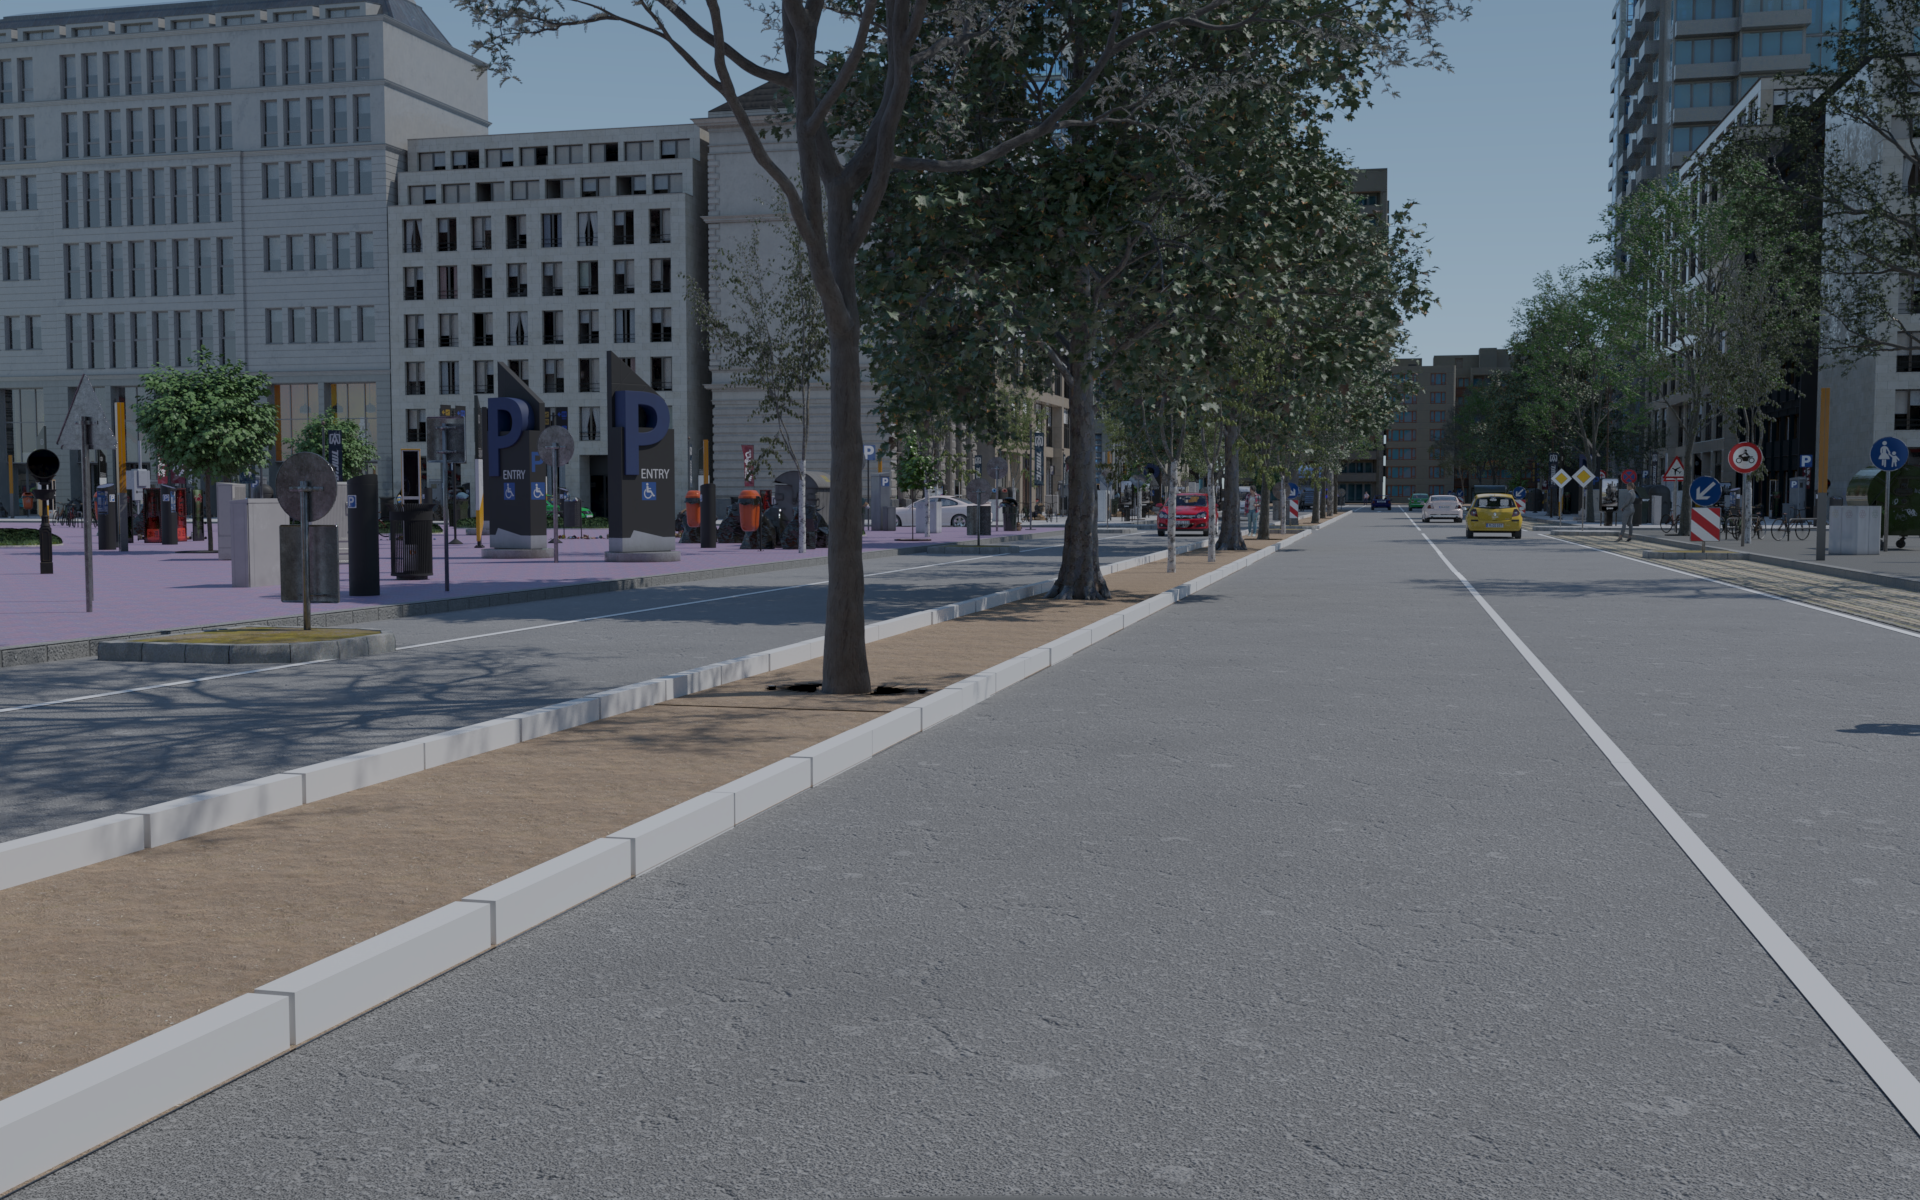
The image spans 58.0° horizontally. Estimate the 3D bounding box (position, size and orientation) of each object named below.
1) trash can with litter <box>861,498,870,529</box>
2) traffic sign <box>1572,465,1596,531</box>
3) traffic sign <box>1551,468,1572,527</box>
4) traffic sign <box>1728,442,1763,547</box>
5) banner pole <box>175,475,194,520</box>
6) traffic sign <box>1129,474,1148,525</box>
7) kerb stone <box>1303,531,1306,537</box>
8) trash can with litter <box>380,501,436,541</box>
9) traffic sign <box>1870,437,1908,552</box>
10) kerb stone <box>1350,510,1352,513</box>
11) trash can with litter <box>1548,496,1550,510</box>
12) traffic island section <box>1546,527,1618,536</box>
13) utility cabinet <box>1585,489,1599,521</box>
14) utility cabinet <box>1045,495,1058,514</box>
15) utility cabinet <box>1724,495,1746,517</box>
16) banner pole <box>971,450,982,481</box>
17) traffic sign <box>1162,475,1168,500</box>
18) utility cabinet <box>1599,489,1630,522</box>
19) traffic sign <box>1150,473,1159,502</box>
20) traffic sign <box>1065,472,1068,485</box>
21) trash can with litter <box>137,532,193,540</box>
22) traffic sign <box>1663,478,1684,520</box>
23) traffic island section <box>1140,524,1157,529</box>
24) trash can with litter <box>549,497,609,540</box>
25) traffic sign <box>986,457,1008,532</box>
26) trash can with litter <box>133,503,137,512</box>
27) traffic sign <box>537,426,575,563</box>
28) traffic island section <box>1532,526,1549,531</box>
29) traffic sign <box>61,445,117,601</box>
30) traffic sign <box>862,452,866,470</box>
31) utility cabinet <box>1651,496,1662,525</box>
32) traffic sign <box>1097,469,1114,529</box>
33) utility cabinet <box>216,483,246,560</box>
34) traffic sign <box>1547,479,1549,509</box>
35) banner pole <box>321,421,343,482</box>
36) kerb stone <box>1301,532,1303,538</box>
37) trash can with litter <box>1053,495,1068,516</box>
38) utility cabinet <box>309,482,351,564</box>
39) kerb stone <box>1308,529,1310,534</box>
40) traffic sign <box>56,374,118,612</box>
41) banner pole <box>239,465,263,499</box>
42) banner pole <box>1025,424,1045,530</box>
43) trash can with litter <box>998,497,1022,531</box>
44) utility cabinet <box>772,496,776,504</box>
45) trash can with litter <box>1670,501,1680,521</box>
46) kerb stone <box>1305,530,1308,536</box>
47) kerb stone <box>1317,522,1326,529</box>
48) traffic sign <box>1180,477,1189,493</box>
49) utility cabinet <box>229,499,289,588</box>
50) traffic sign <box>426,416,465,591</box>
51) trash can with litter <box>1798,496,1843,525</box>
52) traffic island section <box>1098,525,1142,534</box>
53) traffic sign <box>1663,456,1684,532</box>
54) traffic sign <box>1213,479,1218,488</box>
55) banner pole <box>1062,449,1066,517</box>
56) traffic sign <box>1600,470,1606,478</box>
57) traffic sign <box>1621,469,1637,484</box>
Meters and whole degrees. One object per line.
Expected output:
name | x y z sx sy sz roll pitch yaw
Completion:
trash can with litter | -3.466 -2.869 58.300 0.624 1.170 1.055 1 4 13
traffic sign | 21.620 -3.453 60.099 0.795 2.450 0.064 1 4 14
traffic sign | 23.539 -3.927 67.851 0.795 2.450 0.064 1 4 14
traffic sign | 19.145 -2.580 42.287 0.768 2.556 0.104 1 4 20
banner pole | -38.167 -5.845 85.585 0.863 3.779 0.401 1 4 15
traffic sign | 7.386 -4.172 71.856 0.795 2.450 0.064 1 4 14
kerb stone | 11.159 -2.110 56.738 0.120 0.150 1.000 1 4 14
trash can with litter | -15.265 -2.247 47.794 1.678 1.210 2.233 -2 4 -35
traffic sign | 20.621 -2.349 38.512 0.768 2.556 0.104 1 4 20
kerb stone | 27.312 -6.100 121.924 0.120 0.150 1.000 1 4 14
trash can with litter | 40.932 -6.622 119.650 0.624 1.170 1.055 1 4 17
traffic island section | 21.645 -2.317 60.171 2.009 0.180 2.903 1 4 14
utility cabinet | 30.297 -4.504 82.317 0.318 1.500 1.173 -2 4 -31
utility cabinet | 5.998 -6.210 112.701 1.020 1.237 0.306 3 5 41
utility cabinet | 38.031 -4.511 84.922 1.020 1.237 0.306 1 4 22
banner pole | 0.881 -6.587 97.716 0.863 3.779 0.401 -2 4 -26
traffic sign | 13.776 -7.069 115.685 0.768 2.556 0.104 1 4 19
utility cabinet | 29.984 -4.314 79.218 1.173 1.500 0.318 1 4 9
traffic sign | 11.976 -6.620 108.244 0.884 2.594 0.081 1 4 17
traffic sign | 5.103 -4.715 79.223 0.606 2.300 0.079 1 4 20
trash can with litter | -22.415 -2.300 48.665 2.233 1.210 1.678 1 4 9
traffic sign | 29.635 -4.395 71.864 0.884 2.594 0.081 2 4 24
traffic island section | 7.361 -3.036 71.924 2.009 0.180 2.903 1 4 14
trash can with litter | -10.684 -2.343 49.358 2.233 1.210 1.678 0 4 2
traffic sign | 1.266 -3.620 59.298 0.768 2.556 0.104 1 4 15
trash can with litter | -29.690 -3.118 62.373 1.055 1.170 0.624 -3 4 -38
traffic sign | -7.534 -1.965 32.240 0.768 2.556 0.104 1 4 15
traffic island section | 23.564 -2.792 67.923 2.009 0.180 2.903 1 4 14
traffic sign | -10.431 -1.267 20.711 0.884 2.594 0.081 1 4 22
traffic sign | -2.856 -2.793 45.773 0.768 2.556 0.104 1 4 21
utility cabinet | 28.995 -3.726 72.085 0.306 1.237 1.020 1 4 17
traffic sign | 5.467 -3.698 64.104 0.795 2.450 0.064 1 4 14
utility cabinet | -14.245 -1.544 33.927 0.318 1.500 1.173 -1 4 -11
traffic sign | 40.232 -7.246 118.570 0.768 2.556 0.104 1 4 20
banner pole | -21.595 -4.248 59.469 0.863 3.779 0.401 0 4 -1
kerb stone | 10.672 -1.991 54.747 0.120 0.150 1.000 1 4 14
trash can with litter | 6.442 -5.646 103.363 2.233 1.210 1.678 3 4 38
utility cabinet | -11.328 -1.402 31.594 0.318 1.500 1.173 3 5 43
kerb stone | 11.900 -2.291 59.713 0.120 0.150 1.000 1 4 14
traffic sign | -9.452 -1.145 18.727 0.884 2.594 0.081 1 4 22
banner pole | -20.672 -3.708 50.649 0.863 3.779 0.401 -3 5 -39
banner pole | 2.701 -4.392 61.827 0.863 3.779 0.401 -3 5 -39
trash can with litter | 1.762 -2.972 59.986 0.624 1.170 1.055 1 4 21
utility cabinet | -6.764 -3.271 64.642 0.306 1.237 1.020 -3 5 -42
trash can with litter | 33.332 -4.274 81.267 0.624 1.170 1.055 -2 4 -33
kerb stone | 11.414 -2.173 57.727 0.120 0.150 1.000 1 4 14
kerb stone | 15.479 -3.178 74.154 0.120 0.150 1.000 1 4 14
traffic sign | 16.334 -7.678 125.647 0.768 2.556 0.104 1 4 22
utility cabinet | -9.787 -0.800 24.235 0.306 1.237 1.020 1 4 11
traffic sign | -6.772 -1.265 22.809 0.606 2.300 0.079 1 4 21
trash can with litter | 35.851 -3.701 71.568 1.678 1.210 2.233 -3 4 -39
traffic island section | 5.442 -2.562 64.172 2.009 0.180 2.903 1 4 14
traffic sign | 24.261 -3.589 58.685 0.884 2.594 0.081 1 4 23
traffic sign | 18.934 -7.856 129.628 0.795 2.450 0.064 1 4 14
banner pole | 5.732 -6.453 95.522 0.401 3.779 0.863 1 4 15
traffic sign | 33.174 -5.492 89.903 0.768 2.556 0.104 1 4 22
traffic sign | 34.390 -5.442 89.091 0.768 2.556 0.104 1 4 19
